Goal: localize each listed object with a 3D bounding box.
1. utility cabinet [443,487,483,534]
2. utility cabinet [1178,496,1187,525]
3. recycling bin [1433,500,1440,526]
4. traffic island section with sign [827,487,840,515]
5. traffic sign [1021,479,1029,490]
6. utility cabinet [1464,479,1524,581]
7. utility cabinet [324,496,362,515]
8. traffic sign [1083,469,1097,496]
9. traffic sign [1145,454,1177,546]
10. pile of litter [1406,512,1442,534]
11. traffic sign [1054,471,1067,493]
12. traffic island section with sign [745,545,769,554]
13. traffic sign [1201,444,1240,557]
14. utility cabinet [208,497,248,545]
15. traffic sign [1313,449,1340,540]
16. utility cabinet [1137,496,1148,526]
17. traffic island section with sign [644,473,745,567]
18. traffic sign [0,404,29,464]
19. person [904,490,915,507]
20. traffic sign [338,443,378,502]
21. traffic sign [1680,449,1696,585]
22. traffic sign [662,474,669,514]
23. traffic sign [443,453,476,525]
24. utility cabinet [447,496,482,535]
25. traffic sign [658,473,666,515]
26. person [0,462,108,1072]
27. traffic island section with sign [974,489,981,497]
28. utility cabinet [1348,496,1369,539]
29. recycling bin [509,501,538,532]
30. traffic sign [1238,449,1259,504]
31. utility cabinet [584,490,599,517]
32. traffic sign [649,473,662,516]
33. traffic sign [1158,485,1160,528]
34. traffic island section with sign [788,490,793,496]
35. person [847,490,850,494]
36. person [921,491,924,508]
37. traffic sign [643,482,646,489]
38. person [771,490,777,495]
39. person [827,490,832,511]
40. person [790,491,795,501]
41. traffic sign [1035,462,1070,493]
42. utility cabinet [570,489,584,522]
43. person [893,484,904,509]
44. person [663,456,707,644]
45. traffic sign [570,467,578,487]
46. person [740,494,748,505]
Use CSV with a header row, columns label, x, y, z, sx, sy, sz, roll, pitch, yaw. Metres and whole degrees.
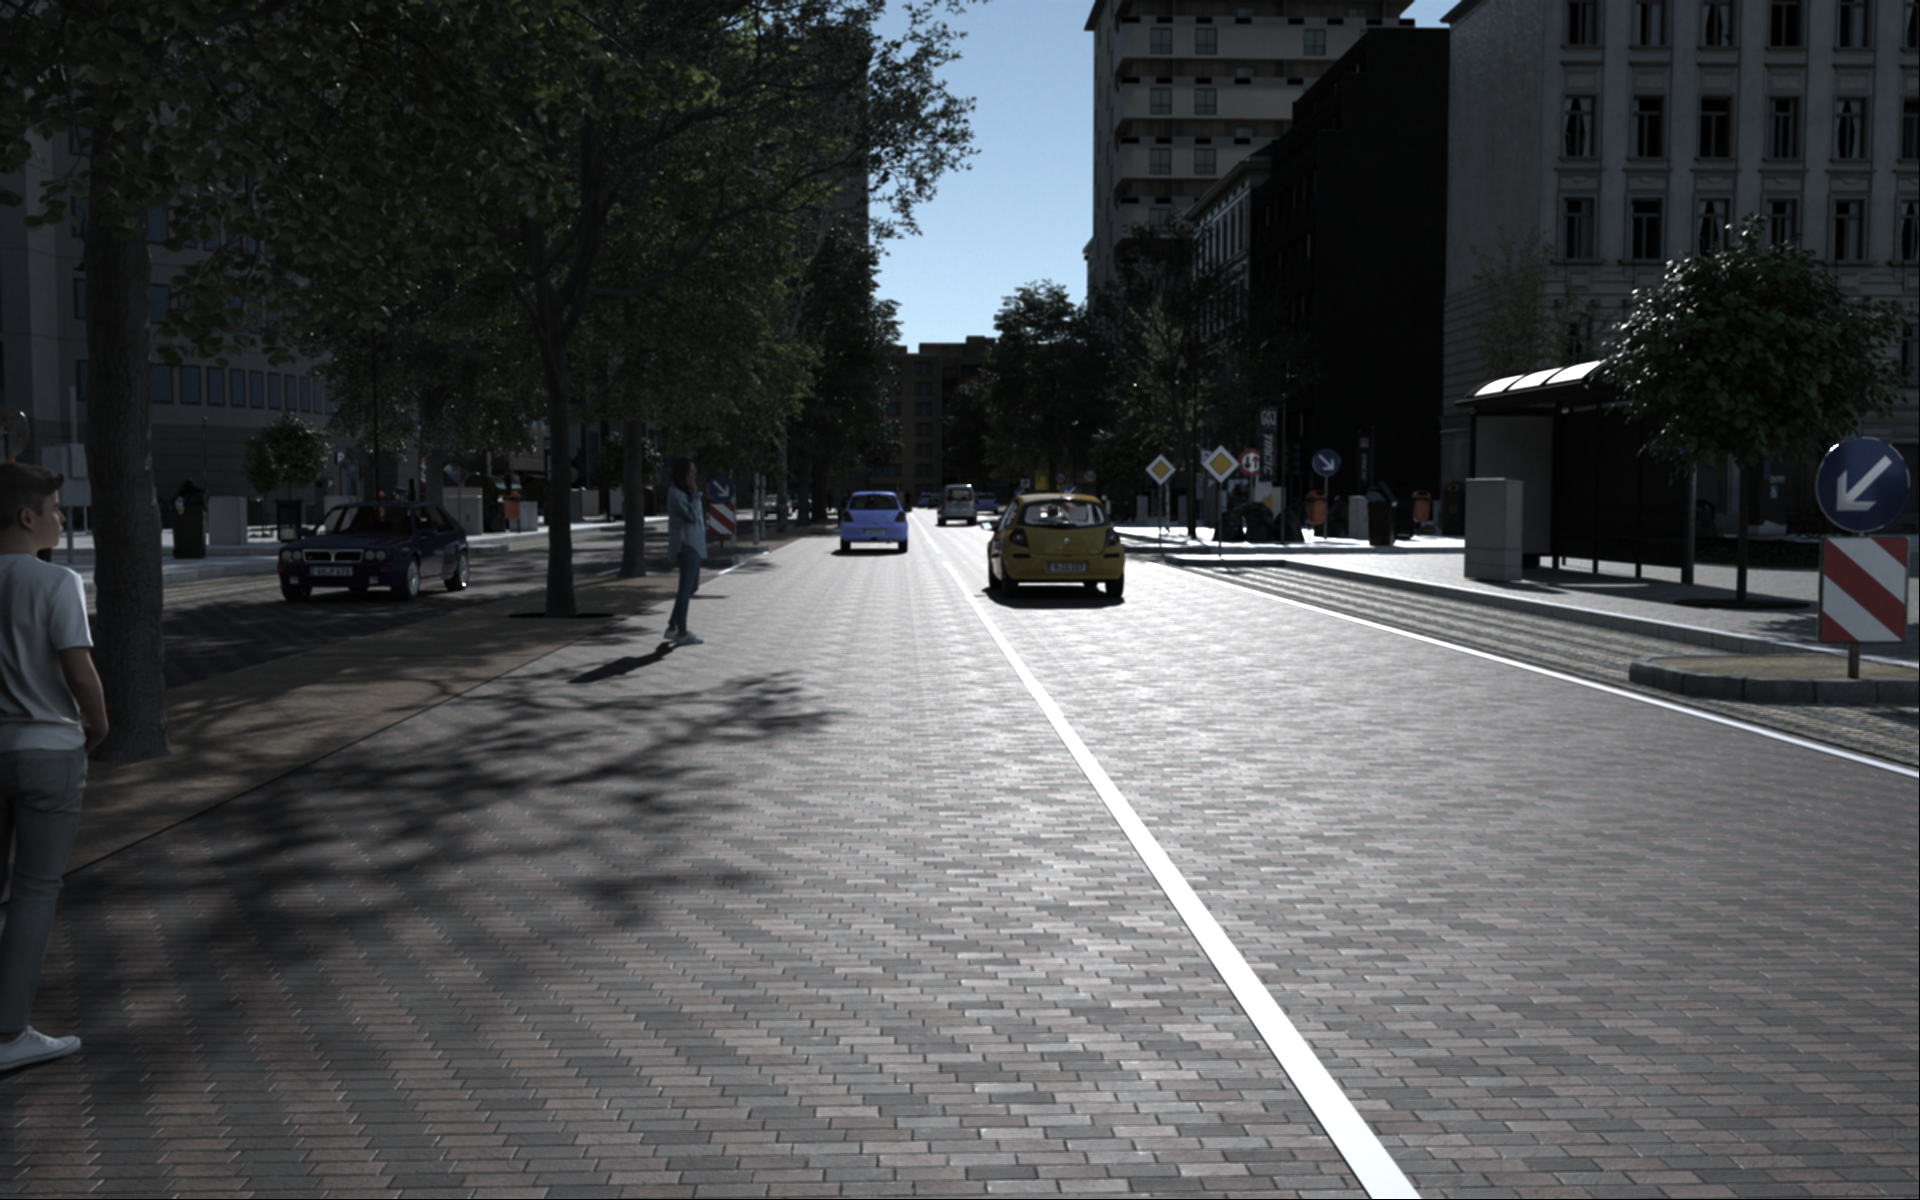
label,x,y,z,sx,sy,sz,roll,pitch,yaw
utility cabinet,-15.846,-2.847,55.220,1.173,1.500,0.318,-1,4,-9
utility cabinet,9.292,-3.671,71.184,0.306,1.237,1.020,-1,4,-17
recycling bin,19.621,-3.515,70.022,0.722,1.027,0.722,-1,4,-16
traffic island section with sign,-8.510,-6.687,117.473,2.006,1.907,1.989,0,4,-2
traffic sign,4.365,-6.978,116.217,0.606,2.300,0.079,0,4,4
utility cabinet,7.885,-1.034,25.579,0.318,1.500,1.173,-1,4,-11
utility cabinet,-20.037,-2.750,56.125,1.020,1.237,0.306,-2,4,-31
traffic sign,6.480,-5.256,86.045,0.768,2.556,0.104,0,4,3
traffic sign,4.976,-2.409,43.037,0.795,2.450,0.064,0,4,-2
pile of litter,14.791,-2.553,55.701,1.719,0.858,1.176,0,4,4
traffic sign,5.649,-5.944,97.296,0.768,2.556,0.104,0,4,-1
traffic island section with sign,-5.765,-2.095,42.385,2.006,1.907,1.989,0,4,-2
traffic sign,5.267,-1.921,35.057,0.795,2.450,0.064,0,4,-2
utility cabinet,-18.387,-1.978,43.501,1.020,1.237,0.306,1,4,22
traffic sign,10.307,-2.978,48.792,0.768,2.556,0.104,0,4,6
utility cabinet,7.297,-3.551,69.220,0.306,1.237,1.020,1,4,16
traffic island section with sign,-5.505,-1.642,34.982,2.006,1.907,1.989,0,4,-2
traffic sign,-13.585,-1.498,24.606,0.768,2.556,0.104,0,4,5
person,-4.169,-7.925,138.902,1.217,1.723,0.721,1,4,15
traffic sign,-11.967,-1.884,34.452,0.795,2.450,0.064,0,4,-2
traffic sign,10.282,-1.480,24.303,0.768,2.556,0.104,0,4,1
traffic sign,-18.733,-6.684,109.382,0.768,2.556,0.104,0,4,3
traffic sign,-12.257,-2.372,42.432,0.795,2.450,0.064,0,4,-2
utility cabinet,-15.397,-2.608,53.795,1.020,1.237,0.306,1,4,10
traffic sign,-18.510,-6.525,106.784,0.768,2.556,0.104,0,4,7
person,-2.422,0.412,4.359,0.503,1.515,0.523,-2,4,-27
traffic island section with sign,1.302,-8.329,144.803,1.989,1.847,2.006,0,4,-2
utility cabinet,11.553,-2.384,50.139,0.306,1.237,1.020,2,4,31
recycling bin,-15.038,-2.881,59.656,0.722,1.027,0.722,-3,5,-44
traffic sign,8.190,-2.973,48.708,0.768,2.556,0.104,0,4,6
utility cabinet,-20.845,-5.403,97.021,1.173,1.500,0.318,-2,4,-24
traffic sign,-18.008,-6.253,102.339,0.768,2.556,0.104,0,4,3
traffic sign,7.538,-3.935,65.528,0.795,2.450,0.064,0,4,-1
traffic island section with sign,-16.659,-9.959,171.452,1.989,1.847,2.006,0,4,-2
person,-11.866,-10.796,184.953,0.705,1.831,1.348,0,4,5
person,-3.896,-10.481,180.411,0.434,1.755,0.990,1,4,11
traffic sign,-18.226,-6.138,94.225,2.265,3.308,0.079,0,4,0
person,-13.194,-6.989,123.494,1.217,1.743,0.721,2,4,29
person,-11.042,-8.407,146.089,0.705,1.807,1.348,1,4,19
person,-14.945,-8.860,153.880,0.721,1.766,1.217,-2,4,-23
traffic sign,5.939,-7.190,111.435,2.265,3.308,0.079,0,4,2
utility cabinet,-17.801,-4.324,79.383,0.318,1.500,1.173,1,4,19
person,-2.405,-3.533,66.279,0.555,1.821,0.388,-1,4,-19
person,-2.647,-0.478,16.573,0.793,1.790,0.793,-3,4,-36
traffic sign,-18.072,-4.904,80.285,0.768,2.556,0.104,0,4,-1
person,-24.445,-11.264,195.893,0.991,1.433,0.599,-3,4,-38
